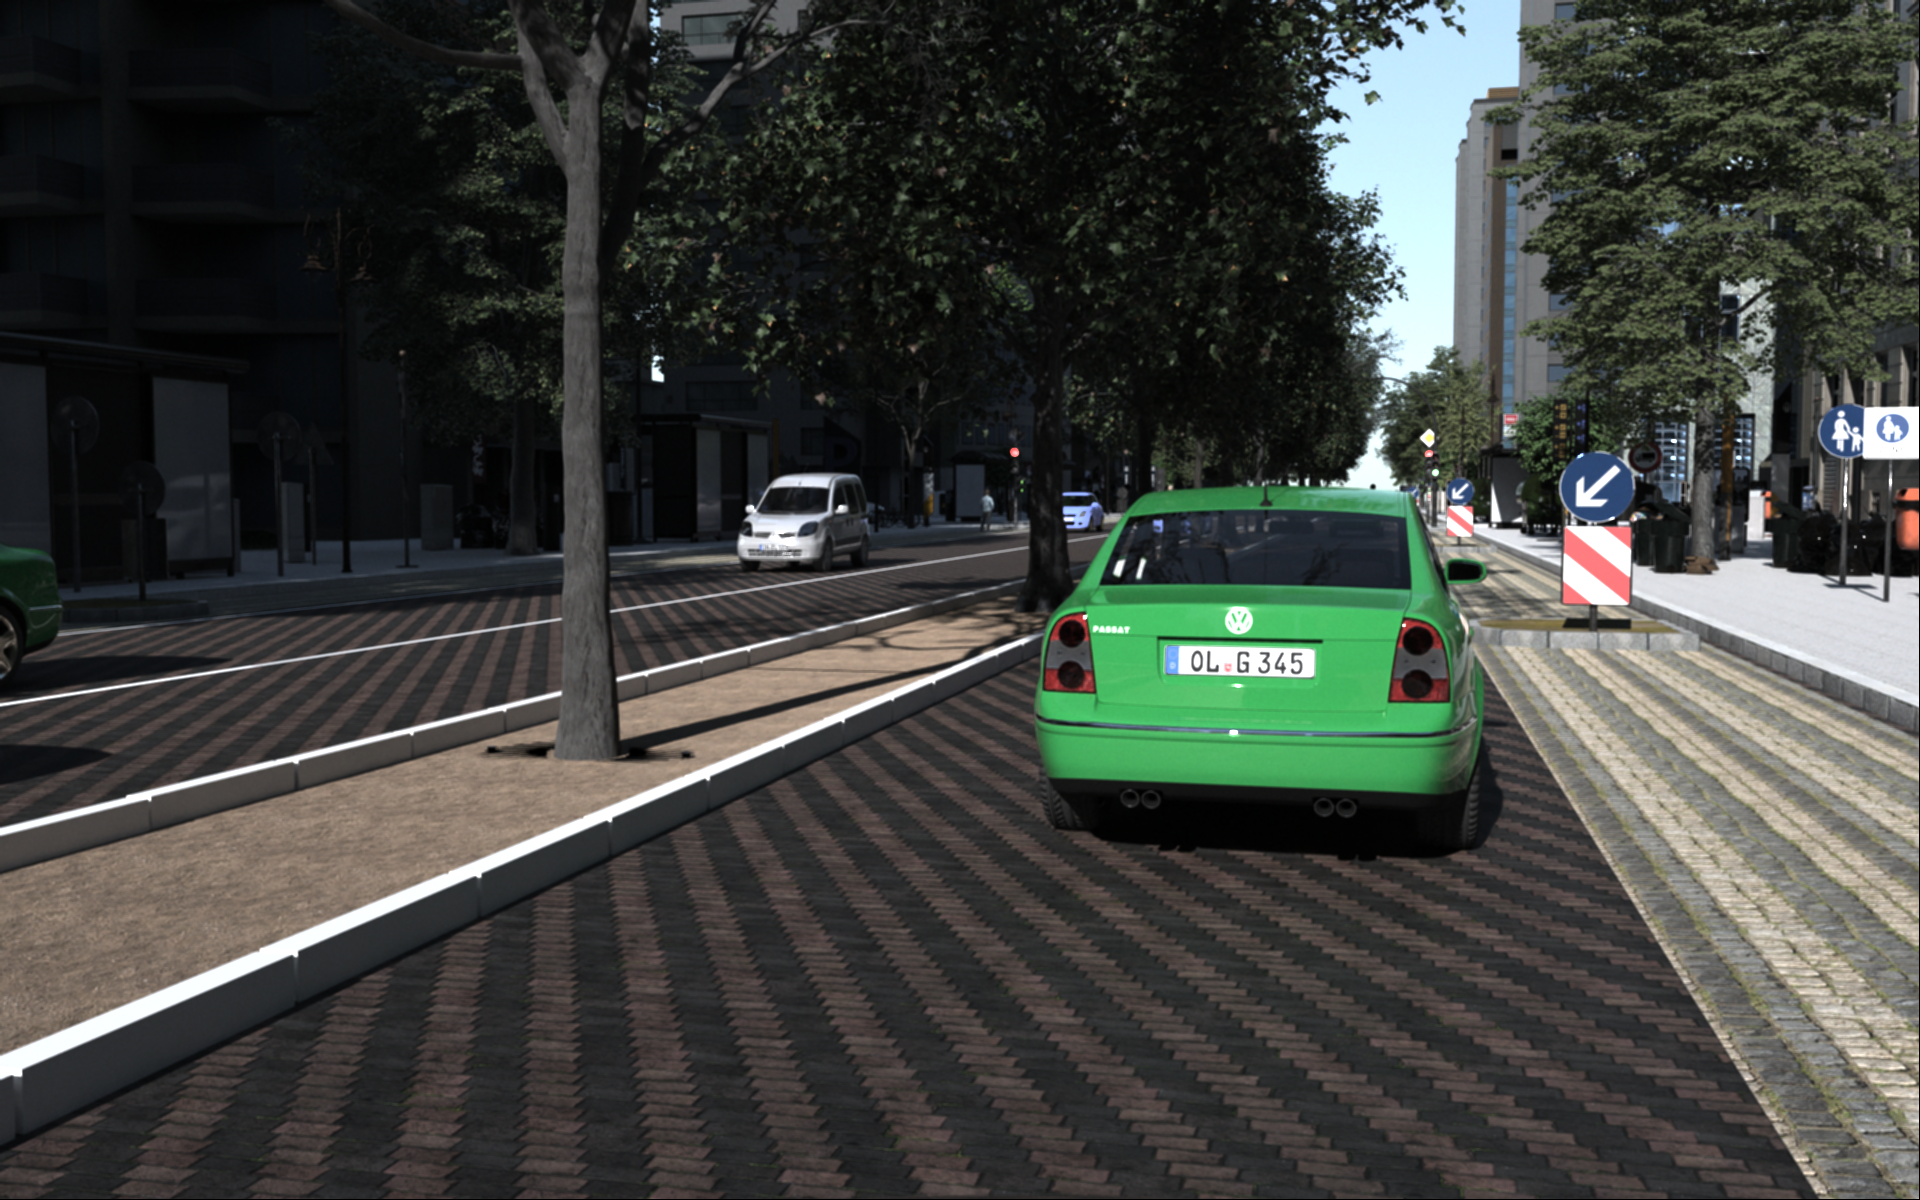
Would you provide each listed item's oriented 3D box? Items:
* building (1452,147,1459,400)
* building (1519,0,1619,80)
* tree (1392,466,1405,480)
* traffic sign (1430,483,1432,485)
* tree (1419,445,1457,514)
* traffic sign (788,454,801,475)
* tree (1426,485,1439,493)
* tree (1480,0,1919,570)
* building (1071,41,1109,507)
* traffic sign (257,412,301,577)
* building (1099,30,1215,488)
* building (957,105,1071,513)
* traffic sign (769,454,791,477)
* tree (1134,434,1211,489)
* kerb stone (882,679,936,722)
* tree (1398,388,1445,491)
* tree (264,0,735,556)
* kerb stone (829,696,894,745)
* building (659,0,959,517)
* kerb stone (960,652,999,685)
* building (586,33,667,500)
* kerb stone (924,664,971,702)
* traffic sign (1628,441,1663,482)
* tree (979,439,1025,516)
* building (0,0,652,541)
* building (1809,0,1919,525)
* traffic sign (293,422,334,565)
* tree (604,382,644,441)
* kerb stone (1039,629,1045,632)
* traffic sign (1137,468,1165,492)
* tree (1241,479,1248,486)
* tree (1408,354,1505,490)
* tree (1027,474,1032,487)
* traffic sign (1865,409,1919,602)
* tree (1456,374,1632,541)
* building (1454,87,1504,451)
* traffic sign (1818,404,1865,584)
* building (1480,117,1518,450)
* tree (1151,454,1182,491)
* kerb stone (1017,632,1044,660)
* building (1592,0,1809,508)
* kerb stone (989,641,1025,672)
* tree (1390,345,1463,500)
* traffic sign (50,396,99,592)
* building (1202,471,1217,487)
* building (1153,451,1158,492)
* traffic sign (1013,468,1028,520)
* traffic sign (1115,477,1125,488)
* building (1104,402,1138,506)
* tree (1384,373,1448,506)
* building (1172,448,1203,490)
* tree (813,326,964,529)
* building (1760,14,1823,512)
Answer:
[{"bbox_3d":[91.660,-45.356,283.571,21.231,58.520,28.212,1,4,13],"label":"building"},{"bbox_3d":[61.564,-37.631,157.261,21.231,58.520,28.212,1,4,13],"label":"building"},{"bbox_3d":[55.015,-15.939,210.968,4.737,8.622,4.395,0,3,0],"label":"tree"},{"bbox_3d":[33.604,-7.515,122.968,0.768,2.556,0.104,1,4,22],"label":"traffic sign"},{"bbox_3d":[28.607,-7.067,99.254,4.285,4.588,4.351,0,3,0],"label":"tree"},{"bbox_3d":[-5.512,-3.479,56.886,0.884,2.594,0.081,1,4,19],"label":"traffic sign"},{"bbox_3d":[45.441,-10.578,167.555,1.663,3.219,1.824,0,3,0],"label":"tree"},{"bbox_3d":[12.610,-6.759,28.644,7.486,12.596,7.792,0,3,0],"label":"tree"},{"bbox_3d":[6.088,-31.311,162.051,14.600,45.320,14.200,1,4,13],"label":"building"},{"bbox_3d":[-10.575,-1.638,26.888,0.768,2.556,0.104,1,4,14],"label":"traffic sign"},{"bbox_3d":[29.012,-50.752,268.041,20.563,71.187,20.611,1,4,13],"label":"building"},{"bbox_3d":[-4.294,-35.978,130.244,21.231,58.520,28.212,1,4,13],"label":"building"},{"bbox_3d":[-5.803,-3.392,55.571,0.768,2.556,0.104,1,4,17],"label":"traffic sign"},{"bbox_3d":[17.791,-14.099,148.653,7.486,12.596,7.792,0,3,0],"label":"tree"},{"bbox_3d":[-0.358,0.663,11.360,0.120,0.150,1.000,1,4,13],"label":"kerb stone"},{"bbox_3d":[41.264,-13.350,152.685,7.601,10.594,8.767,0,4,-2],"label":"tree"},{"bbox_3d":[-9.226,-7.919,36.123,9.857,13.997,8.962,0,3,0],"label":"tree"},{"bbox_3d":[-0.601,0.724,10.367,0.120,0.150,1.000,1,4,13],"label":"kerb stone"},{"bbox_3d":[-8.474,-20.212,102.170,14.160,30.474,14.107,1,4,13],"label":"building"},{"bbox_3d":[0.119,0.541,13.358,0.120,0.150,1.000,1,4,13],"label":"kerb stone"},{"bbox_3d":[-34.787,-31.725,107.938,27.495,52.752,28.713,1,4,13],"label":"building"},{"bbox_3d":[-0.114,0.601,12.363,0.120,0.150,1.000,1,4,13],"label":"kerb stone"},{"bbox_3d":[16.460,-2.541,41.649,0.768,2.556,0.104,1,4,23],"label":"traffic sign"},{"bbox_3d":[2.476,-7.334,103.616,4.285,4.588,4.351,0,3,0],"label":"tree"},{"bbox_3d":[-26.419,-24.514,55.429,28.867,44.769,22.147,1,4,13],"label":"building"},{"bbox_3d":[30.985,-12.616,39.561,16.112,22.955,30.059,1,4,13],"label":"building"},{"bbox_3d":[-11.656,-1.908,31.196,0.884,2.594,0.081,1,4,18],"label":"traffic sign"},{"bbox_3d":[-19.951,-9.015,97.754,4.737,8.622,4.395,0,3,0],"label":"tree"},{"bbox_3d":[0.844,0.358,16.350,0.120,0.150,1.000,1,4,13],"label":"kerb stone"},{"bbox_3d":[15.052,-8.737,136.716,2.265,3.308,0.079,1,4,18],"label":"traffic sign"},{"bbox_3d":[32.175,-17.706,207.626,7.486,12.596,7.792,0,3,0],"label":"tree"},{"bbox_3d":[26.674,-8.644,91.687,4.737,8.622,4.395,0,3,0],"label":"tree"},{"bbox_3d":[4.413,-5.698,87.763,1.663,3.219,1.824,0,3,0],"label":"tree"},{"bbox_3d":[11.021,-1.126,20.540,0.606,2.300,0.079,1,4,17],"label":"traffic sign"},{"bbox_3d":[16.652,-3.896,47.415,4.285,4.588,4.351,0,3,0],"label":"tree"},{"bbox_3d":[85.419,-43.676,256.107,21.231,58.520,28.212,1,4,13],"label":"building"},{"bbox_3d":[12.552,-1.495,24.555,0.768,2.556,0.104,1,4,16],"label":"traffic sign"},{"bbox_3d":[68.763,-33.790,202.577,14.600,45.320,14.200,1,4,13],"label":"building"},{"bbox_3d":[16.435,-9.661,141.665,4.285,4.588,4.351,0,3,0],"label":"tree"},{"bbox_3d":[0.603,0.421,15.356,0.120,0.150,1.000,1,4,13],"label":"kerb stone"},{"bbox_3d":[56.287,-49.668,124.741,22.319,86.520,31.000,1,4,13],"label":"building"},{"bbox_3d":[0.358,0.479,14.364,0.120,0.150,1.000,1,4,13],"label":"kerb stone"},{"bbox_3d":[37.150,-13.087,132.103,7.486,12.596,7.792,0,3,0],"label":"tree"},{"bbox_3d":[-11.527,-1.372,22.538,0.768,2.556,0.104,1,4,16],"label":"traffic sign"},{"bbox_3d":[31.495,-27.482,294.371,27.650,21.520,28.899,1,4,13],"label":"building"},{"bbox_3d":[16.894,-31.819,203.835,14.154,41.232,14.086,1,4,13],"label":"building"},{"bbox_3d":[2.940,-5.189,84.952,0.768,2.556,0.104,1,4,19],"label":"traffic sign"},{"bbox_3d":[11.638,-7.717,126.273,0.768,2.556,0.104,1,4,20],"label":"traffic sign"},{"bbox_3d":[5.141,-20.800,185.124,27.650,21.520,28.899,1,4,13],"label":"building"},{"bbox_3d":[48.690,-16.831,181.839,9.857,13.997,8.962,0,3,0],"label":"tree"},{"bbox_3d":[27.688,-29.363,251.782,14.160,30.474,14.107,1,4,13],"label":"building"},{"bbox_3d":[-1.985,-7.900,63.584,8.767,10.594,7.601,2,4,24],"label":"tree"},{"bbox_3d":[56.088,-26.308,84.753,28.867,44.769,22.147,1,4,13],"label":"building"}]
